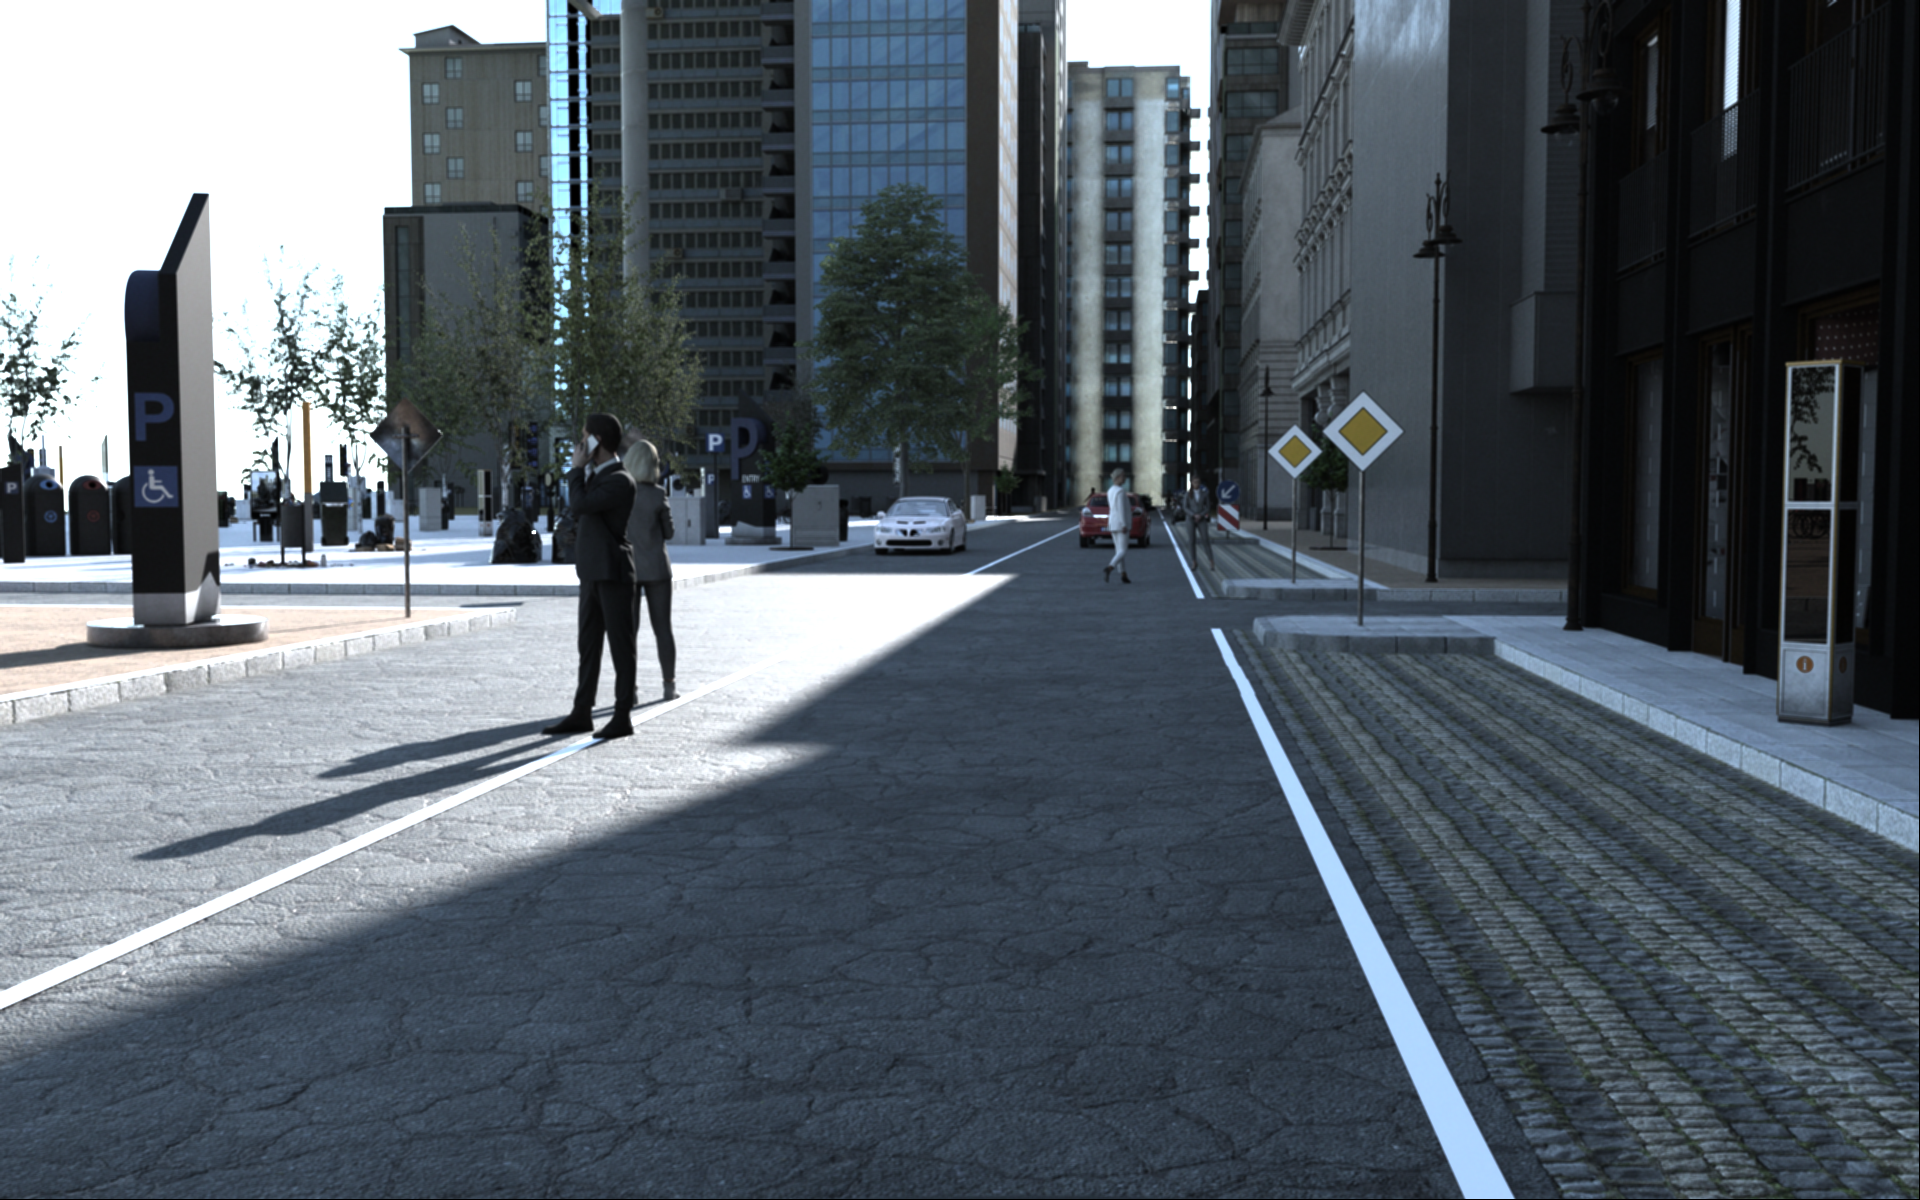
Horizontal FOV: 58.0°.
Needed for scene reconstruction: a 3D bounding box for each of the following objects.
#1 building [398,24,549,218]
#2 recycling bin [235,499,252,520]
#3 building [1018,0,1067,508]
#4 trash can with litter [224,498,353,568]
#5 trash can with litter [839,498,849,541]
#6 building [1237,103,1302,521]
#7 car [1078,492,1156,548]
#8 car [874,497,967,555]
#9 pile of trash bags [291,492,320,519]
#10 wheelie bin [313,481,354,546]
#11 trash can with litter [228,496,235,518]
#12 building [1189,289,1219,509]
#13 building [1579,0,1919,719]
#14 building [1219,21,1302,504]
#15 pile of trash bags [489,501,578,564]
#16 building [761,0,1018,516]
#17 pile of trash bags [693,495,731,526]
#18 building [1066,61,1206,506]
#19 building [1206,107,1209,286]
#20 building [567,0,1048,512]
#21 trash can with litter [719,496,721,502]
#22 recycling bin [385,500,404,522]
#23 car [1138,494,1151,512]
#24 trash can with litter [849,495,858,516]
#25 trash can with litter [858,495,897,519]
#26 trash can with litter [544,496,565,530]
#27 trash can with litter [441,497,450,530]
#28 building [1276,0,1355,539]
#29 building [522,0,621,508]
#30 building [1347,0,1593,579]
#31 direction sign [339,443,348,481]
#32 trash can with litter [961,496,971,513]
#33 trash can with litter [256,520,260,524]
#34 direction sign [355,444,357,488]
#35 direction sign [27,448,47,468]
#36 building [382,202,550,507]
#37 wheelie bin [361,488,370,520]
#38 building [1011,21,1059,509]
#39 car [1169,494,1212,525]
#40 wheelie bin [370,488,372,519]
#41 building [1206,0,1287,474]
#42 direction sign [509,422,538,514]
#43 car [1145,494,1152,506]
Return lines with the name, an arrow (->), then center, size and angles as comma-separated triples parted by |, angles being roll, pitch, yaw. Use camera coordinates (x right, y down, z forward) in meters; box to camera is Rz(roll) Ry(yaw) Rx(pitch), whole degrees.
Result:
building -> -46.088, -37.542, 203.053 | 27.495, 52.752, 28.713 | 0, 4, 6
recycling bin -> -35.013, -4.428, 84.949 | 0.722, 1.027, 0.722 | 1, 4, 17
building -> -0.424, -44.535, 166.405 | 20.611, 71.187, 20.563 | 0, 4, 6
trash can with litter -> -12.062, -1.206, 30.771 | 2.233, 1.210, 1.678 | 2, 4, 25
trash can with litter -> -3.389, -2.193, 47.241 | 0.624, 1.170, 1.055 | -1, 4, -16
building -> 19.660, -14.714, 89.724 | 9.793, 20.994, 18.267 | 0, 4, 6
car -> 4.301, -2.366, 47.717 | 2.155, 1.783, 4.494 | 1, 4, 8
car -> -0.921, -1.847, 42.556 | 2.083, 1.381, 4.827 | 0, 4, 7
pile of trash bags -> -33.618, -4.841, 88.900 | 1.912, 1.369, 3.447 | 1, 4, 9
wheelie bin -> -15.593, -2.148, 43.033 | 0.980, 1.594, 0.693 | -2, 4, -24
trash can with litter -> -38.428, -4.854, 90.744 | 0.624, 1.170, 1.055 | 2, 4, 24
building -> 35.380, -19.218, 159.260 | 27.650, 21.520, 28.899 | 0, 4, 6
building -> 11.264, -10.882, 7.597 | 12.332, 23.373, 15.834 | 0, 4, 6
building -> 23.494, -20.661, 109.507 | 14.160, 30.474, 14.107 | 0, 4, 6
pile of trash bags -> -7.149, -1.390, 32.477 | 3.447, 1.369, 1.912 | 0, 4, 8
building -> -3.839, -27.997, 107.869 | 14.600, 45.320, 14.200 | 0, 4, 6
pile of trash bags -> -10.869, -3.758, 71.202 | 3.447, 1.369, 1.912 | 0, 4, 6
building -> 11.449, -35.170, 194.634 | 30.456, 49.044, 23.786 | 0, 4, 6
building -> 42.329, -34.939, 190.861 | 30.456, 49.044, 23.786 | 0, 4, 6
building -> -9.955, -26.682, 128.133 | 32.217, 40.220, 23.993 | 0, 4, 6
trash can with litter -> -12.920, -4.768, 89.015 | 2.233, 1.210, 1.678 | -3, 5, -42
recycling bin -> -25.920, -4.095, 79.504 | 0.722, 1.027, 0.722 | -3, 5, -40
car -> 14.363, -7.918, 139.238 | 2.009, 1.686, 4.222 | 0, 4, 7
trash can with litter -> -6.391, -5.430, 99.839 | 2.233, 1.210, 1.678 | 0, 4, -1
trash can with litter -> -3.944, -4.842, 90.216 | 2.233, 1.210, 1.678 | 0, 4, 5
trash can with litter -> -14.479, -3.131, 62.242 | 1.678, 1.210, 2.233 | 0, 4, -5
trash can with litter -> -18.835, -3.105, 62.162 | 1.055, 1.170, 0.624 | 1, 4, 20
building -> 16.437, -12.819, 60.501 | 10.553, 20.767, 40.483 | 0, 4, 6
building -> -26.469, -52.282, 167.488 | 31.000, 86.520, 22.319 | 0, 4, 6
building -> 22.697, -12.862, 29.356 | 30.058, 24.678, 14.314 | 0, 4, 6
direction sign -> -27.530, -5.223, 77.388 | 0.379, 3.537, 0.876 | 0, 4, 2
trash can with litter -> 0.607, -5.276, 97.648 | 1.055, 1.170, 0.624 | 0, 4, -1
trash can with litter -> -29.451, -3.804, 73.578 | 1.055, 1.170, 0.624 | -3, 5, -44
direction sign -> -27.335, -5.288, 78.463 | 0.379, 3.537, 0.876 | -1, 4, -22
direction sign -> -45.776, -5.747, 85.958 | 0.876, 3.537, 0.379 | -2, 4, -26
building -> -48.634, -24.679, 175.209 | 14.107, 30.474, 14.160 | 0, 4, 6
wheelie bin -> -29.425, -4.675, 84.338 | 0.693, 1.594, 0.980 | 0, 4, 6
building -> 0.882, -28.283, 146.029 | 14.154, 41.232, 14.086 | 0, 4, 6
car -> 10.782, -4.348, 80.881 | 2.009, 1.686, 4.222 | 0, 4, 5
wheelie bin -> -30.863, -5.034, 90.208 | 0.980, 1.594, 0.693 | 2, 4, 28
building -> 32.591, -33.061, 129.785 | 28.713, 52.752, 27.495 | 0, 4, 6
direction sign -> -13.693, -3.816, 54.396 | 0.876, 3.537, 0.379 | 0, 4, -8
car -> 17.255, -9.497, 164.077 | 1.959, 1.807, 4.718 | 0, 4, 6
